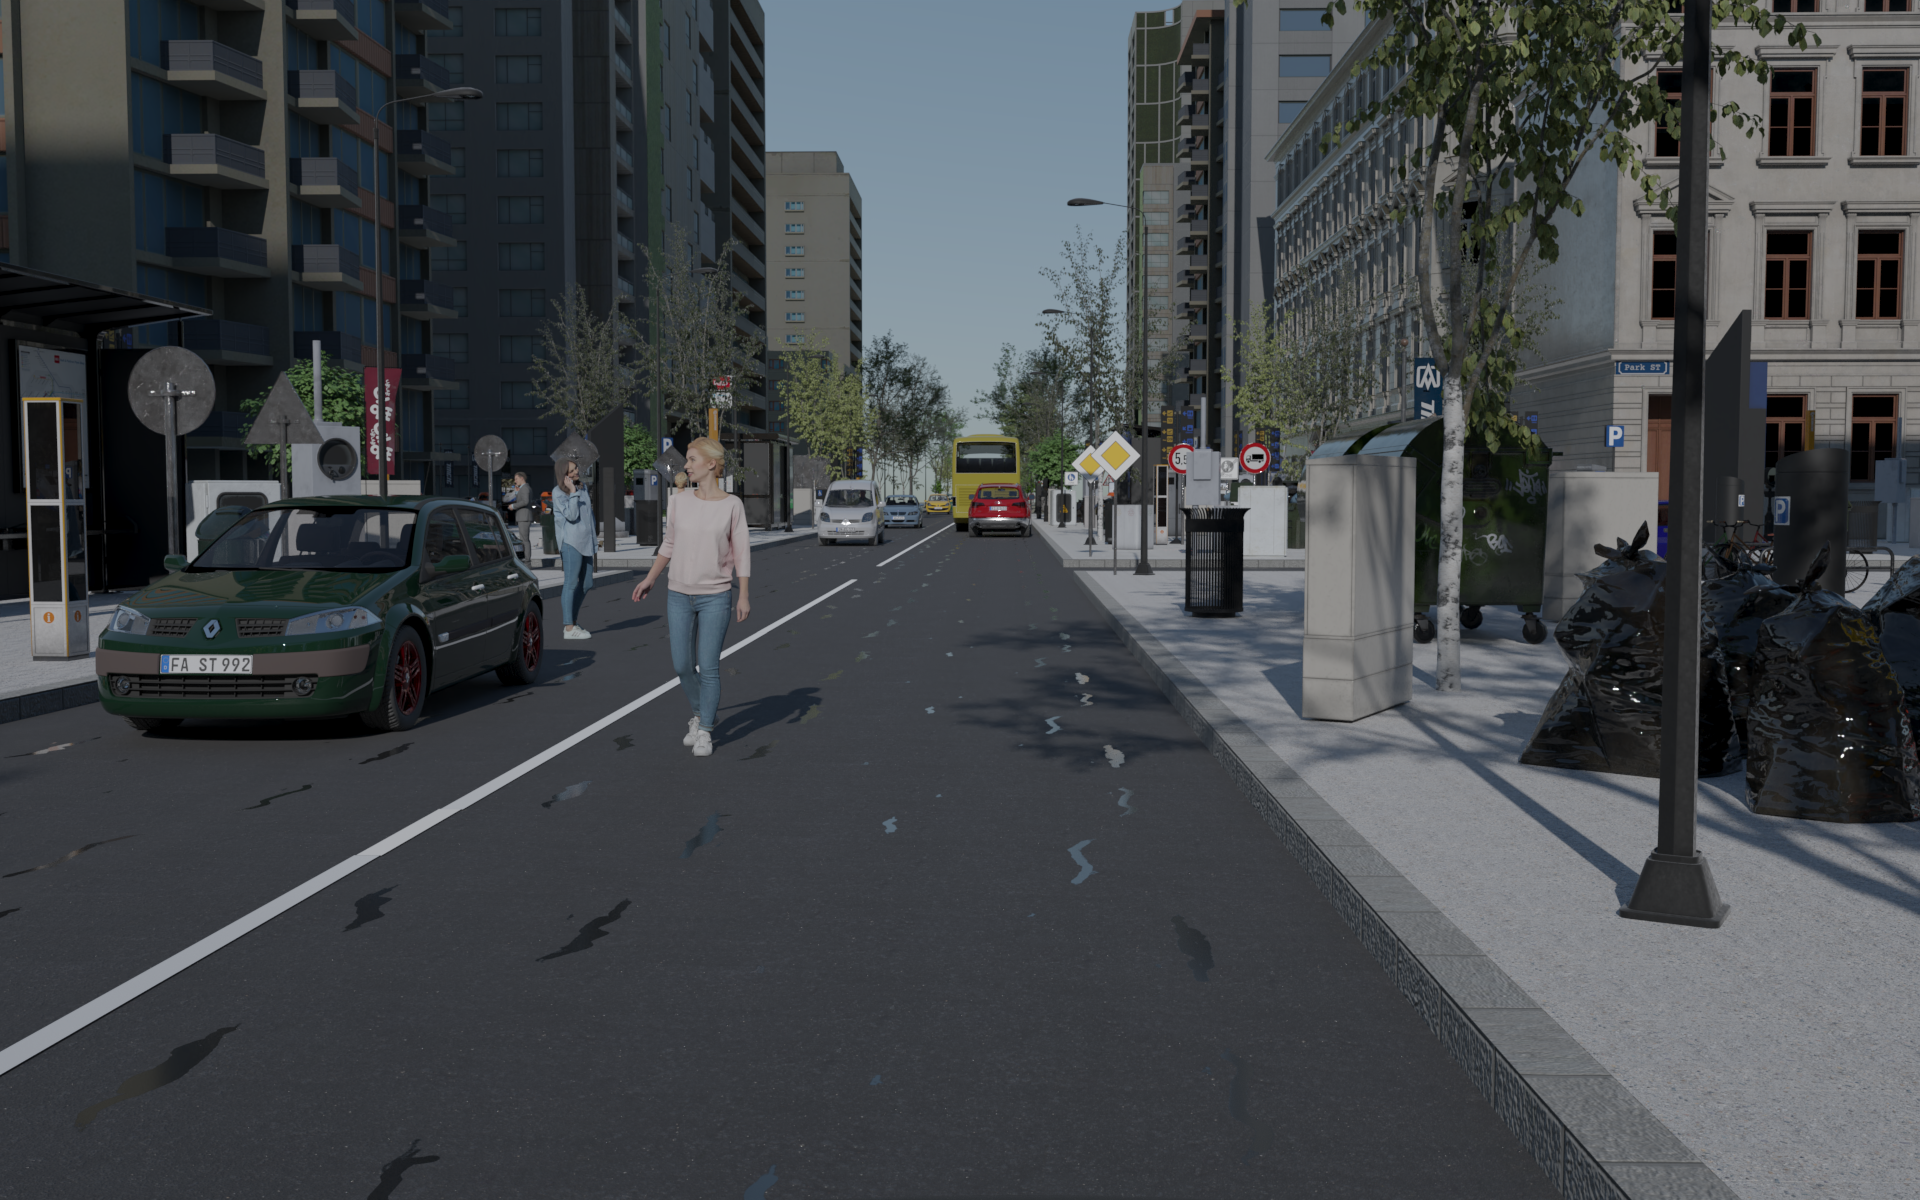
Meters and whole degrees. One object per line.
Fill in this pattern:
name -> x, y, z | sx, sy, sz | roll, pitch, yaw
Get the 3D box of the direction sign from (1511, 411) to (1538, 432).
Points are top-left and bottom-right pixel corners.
direction sign -> 15.334, -3.388, 47.386 | 0.876, 3.537, 0.379 | 0, 4, 3

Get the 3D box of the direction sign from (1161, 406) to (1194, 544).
direction sign -> 5.581, -3.214, 44.542 | 0.876, 3.537, 0.379 | -1, 4, -11

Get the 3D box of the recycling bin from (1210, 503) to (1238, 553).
recycling bin -> 6.012, -1.542, 37.764 | 0.722, 1.027, 0.722 | -2, 4, -24

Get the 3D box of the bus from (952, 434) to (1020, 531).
bus -> 1.063, -4.800, 70.033 | 2.896, 3.916, 12.252 | 0, 4, 1

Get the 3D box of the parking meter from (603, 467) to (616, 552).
parking meter -> -7.741, -1.989, 38.236 | 0.255, 1.863, 0.399 | -1, 4, -10

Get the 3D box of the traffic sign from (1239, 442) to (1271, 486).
traffic sign -> 7.283, -2.614, 42.843 | 0.768, 2.556, 0.104 | 0, 4, 2

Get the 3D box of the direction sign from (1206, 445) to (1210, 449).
direction sign -> 11.001, -5.333, 79.194 | 0.876, 3.537, 0.379 | 0, 4, -5

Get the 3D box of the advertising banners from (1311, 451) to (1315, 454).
advertising banners -> 13.532, -4.490, 69.601 | 2.074, 3.025, 0.090 | -1, 4, -12

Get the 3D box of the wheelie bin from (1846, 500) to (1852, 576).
wheelie bin -> 12.774, -1.090, 25.722 | 0.693, 1.594, 0.980 | 0, 4, 6

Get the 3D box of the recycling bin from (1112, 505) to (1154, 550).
recycling bin -> 4.006, -1.685, 40.098 | 0.722, 1.027, 0.722 | 3, 5, 39

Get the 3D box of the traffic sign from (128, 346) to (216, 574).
traffic sign -> -6.798, -0.907, 14.943 | 0.768, 2.556, 0.104 | 0, 4, 3

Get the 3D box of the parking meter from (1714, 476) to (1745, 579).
parking meter -> 11.095, -1.013, 24.978 | 0.372, 1.533, 0.369 | 0, 3, 0

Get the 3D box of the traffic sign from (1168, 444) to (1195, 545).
traffic sign -> 5.644, -2.674, 43.822 | 0.768, 2.556, 0.104 | 0, 4, 7

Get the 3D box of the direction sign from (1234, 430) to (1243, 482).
direction sign -> 9.950, -4.281, 61.985 | 0.379, 3.537, 0.876 | -1, 4, -9

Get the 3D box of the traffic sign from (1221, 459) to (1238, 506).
traffic sign -> 7.545, -2.864, 48.950 | 0.606, 2.300, 0.079 | 0, 4, 2

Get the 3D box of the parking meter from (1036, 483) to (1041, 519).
parking meter -> 4.111, -5.167, 90.191 | 0.255, 1.863, 0.399 | 0, 4, 3

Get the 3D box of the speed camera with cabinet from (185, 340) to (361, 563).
speed camera with cabinet -> -8.613, -1.679, 21.780 | 0.660, 3.252, 2.038 | 3, 5, 42

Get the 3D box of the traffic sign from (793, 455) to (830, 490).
traffic sign -> -7.897, -5.922, 90.694 | 2.265, 3.308, 0.079 | 1, 4, 9

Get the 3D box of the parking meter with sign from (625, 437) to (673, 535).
parking meter with sign -> -9.772, -3.525, 53.889 | 1.738, 3.016, 0.543 | 2, 4, 30

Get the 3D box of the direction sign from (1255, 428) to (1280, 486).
direction sign -> 10.476, -4.102, 59.057 | 0.876, 3.537, 0.379 | -1, 4, -9

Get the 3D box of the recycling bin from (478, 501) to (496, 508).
recycling bin -> -18.077, -3.244, 65.586 | 0.722, 1.027, 0.722 | 2, 4, 31

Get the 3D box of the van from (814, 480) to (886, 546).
van -> -3.066, -2.578, 49.169 | 2.013, 2.044, 4.112 | 0, 4, 1

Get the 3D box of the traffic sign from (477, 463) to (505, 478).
traffic sign -> -10.622, -2.390, 39.186 | 0.768, 2.556, 0.104 | 1, 4, 10

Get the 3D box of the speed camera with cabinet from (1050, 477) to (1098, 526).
speed camera with cabinet -> 4.722, -4.667, 70.639 | 2.038, 3.252, 0.660 | -1, 4, -10

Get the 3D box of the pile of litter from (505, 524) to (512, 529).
pile of litter -> -17.194, -2.993, 62.908 | 1.719, 0.858, 1.176 | 0, 4, -4

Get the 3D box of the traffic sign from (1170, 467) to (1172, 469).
traffic sign -> 8.571, -4.138, 67.763 | 0.768, 2.556, 0.104 | 1, 4, 11

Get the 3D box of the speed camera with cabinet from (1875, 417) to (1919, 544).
speed camera with cabinet -> 24.564, -3.119, 45.325 | 0.660, 3.252, 2.038 | 3, 5, 45

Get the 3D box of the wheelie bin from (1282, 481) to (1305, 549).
wheelie bin -> 7.868, -2.003, 40.660 | 0.980, 1.594, 0.693 | 3, 5, 41

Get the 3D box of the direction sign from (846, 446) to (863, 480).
direction sign -> -4.984, -5.503, 81.974 | 0.876, 3.537, 0.379 | 2, 4, 27

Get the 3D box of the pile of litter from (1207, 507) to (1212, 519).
pile of litter -> 8.144, -2.751, 58.948 | 1.176, 0.858, 1.719 | 0, 4, 5

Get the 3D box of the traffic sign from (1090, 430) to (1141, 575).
traffic sign -> 2.454, -1.452, 27.376 | 0.795, 2.450, 0.064 | 0, 4, 1

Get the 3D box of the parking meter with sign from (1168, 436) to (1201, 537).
parking meter with sign -> 6.334, -3.426, 52.279 | 1.738, 3.016, 0.543 | 0, 4, -6

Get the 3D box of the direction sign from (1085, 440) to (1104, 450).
direction sign -> 5.642, -4.943, 72.810 | 0.876, 3.537, 0.379 | -2, 4, -24

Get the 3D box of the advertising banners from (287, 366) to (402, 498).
advertising banners -> -8.566, -1.667, 23.439 | 2.074, 3.025, 0.090 | -2, 4, -34

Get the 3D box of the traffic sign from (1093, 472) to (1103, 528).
traffic sign -> 5.042, -3.964, 64.916 | 0.768, 2.556, 0.104 | 0, 4, 2

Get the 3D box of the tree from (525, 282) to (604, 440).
tree -> -12.700, -6.685, 59.665 | 4.360, 8.622, 3.978 | 0, 3, 0

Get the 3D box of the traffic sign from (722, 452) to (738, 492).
traffic sign -> -6.990, -3.144, 51.508 | 0.768, 2.556, 0.104 | 0, 4, 3

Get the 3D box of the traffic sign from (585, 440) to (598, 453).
traffic sign -> -8.795, -2.463, 40.370 | 0.768, 2.556, 0.104 | 1, 4, 11

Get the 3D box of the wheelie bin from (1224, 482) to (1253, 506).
wheelie bin -> 7.580, -2.365, 46.578 | 0.980, 1.594, 0.693 | 1, 4, 16

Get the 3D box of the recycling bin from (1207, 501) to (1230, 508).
recycling bin -> 9.031, -2.934, 60.522 | 0.722, 1.027, 0.722 | 2, 4, 33

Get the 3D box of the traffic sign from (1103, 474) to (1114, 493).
traffic sign -> 9.512, -6.768, 110.655 | 0.884, 2.594, 0.081 | 0, 4, 7

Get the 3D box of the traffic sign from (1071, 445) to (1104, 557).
traffic sign -> 2.663, -1.940, 35.358 | 0.795, 2.450, 0.064 | 0, 4, 1

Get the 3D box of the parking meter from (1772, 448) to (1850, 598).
parking meter -> 4.787, -0.083, 9.770 | 0.372, 1.533, 0.369 | 0, 3, 0

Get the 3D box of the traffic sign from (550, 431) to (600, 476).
traffic sign -> -6.137, -1.467, 27.620 | 0.795, 2.450, 0.064 | 0, 4, 1

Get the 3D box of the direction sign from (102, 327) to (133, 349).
direction sign -> -11.106, -1.892, 22.926 | 0.379, 3.537, 0.876 | 0, 4, -3

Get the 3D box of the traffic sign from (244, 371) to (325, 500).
traffic sign -> -7.172, -1.124, 18.384 | 0.884, 2.594, 0.081 | 0, 4, 4

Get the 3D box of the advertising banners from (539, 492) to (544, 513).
advertising banners -> -21.830, -5.942, 93.335 | 2.074, 3.025, 0.090 | 2, 4, 27

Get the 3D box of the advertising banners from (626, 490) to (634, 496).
advertising banners -> -13.021, -4.444, 68.840 | 2.074, 3.025, 0.090 | -1, 4, -20

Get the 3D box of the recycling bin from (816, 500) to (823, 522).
recycling bin -> -6.807, -4.140, 80.241 | 0.722, 1.027, 0.722 | -1, 4, -22

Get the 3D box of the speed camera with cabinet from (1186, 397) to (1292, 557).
speed camera with cabinet -> 5.698, -2.523, 35.587 | 2.038, 3.252, 0.660 | 1, 4, 13

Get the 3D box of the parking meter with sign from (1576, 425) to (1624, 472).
parking meter with sign -> 16.335, -2.969, 44.808 | 0.543, 3.016, 1.738 | -1, 4, -19

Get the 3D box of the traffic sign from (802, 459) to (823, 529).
traffic sign -> -5.417, -3.893, 63.755 | 0.768, 2.556, 0.104 | 0, 4, 2

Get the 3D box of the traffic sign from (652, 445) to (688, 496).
traffic sign -> -5.928, -1.955, 35.602 | 0.795, 2.450, 0.064 | 0, 4, 1

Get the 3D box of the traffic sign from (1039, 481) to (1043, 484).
traffic sign -> 4.734, -5.862, 95.845 | 0.884, 2.594, 0.081 | 0, 4, 2

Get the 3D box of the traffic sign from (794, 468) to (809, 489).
traffic sign -> -7.715, -5.159, 84.460 | 0.768, 2.556, 0.104 | 0, 4, 7

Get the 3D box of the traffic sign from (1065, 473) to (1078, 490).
traffic sign -> 5.172, -4.792, 80.484 | 0.606, 2.300, 0.079 | 0, 4, 4

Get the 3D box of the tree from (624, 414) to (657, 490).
tree -> -13.765, -5.368, 71.473 | 4.285, 4.588, 4.351 | 0, 3, 0

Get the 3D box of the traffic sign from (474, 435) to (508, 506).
traffic sign -> -10.096, -2.272, 37.257 | 0.768, 2.556, 0.104 | 1, 4, 11
